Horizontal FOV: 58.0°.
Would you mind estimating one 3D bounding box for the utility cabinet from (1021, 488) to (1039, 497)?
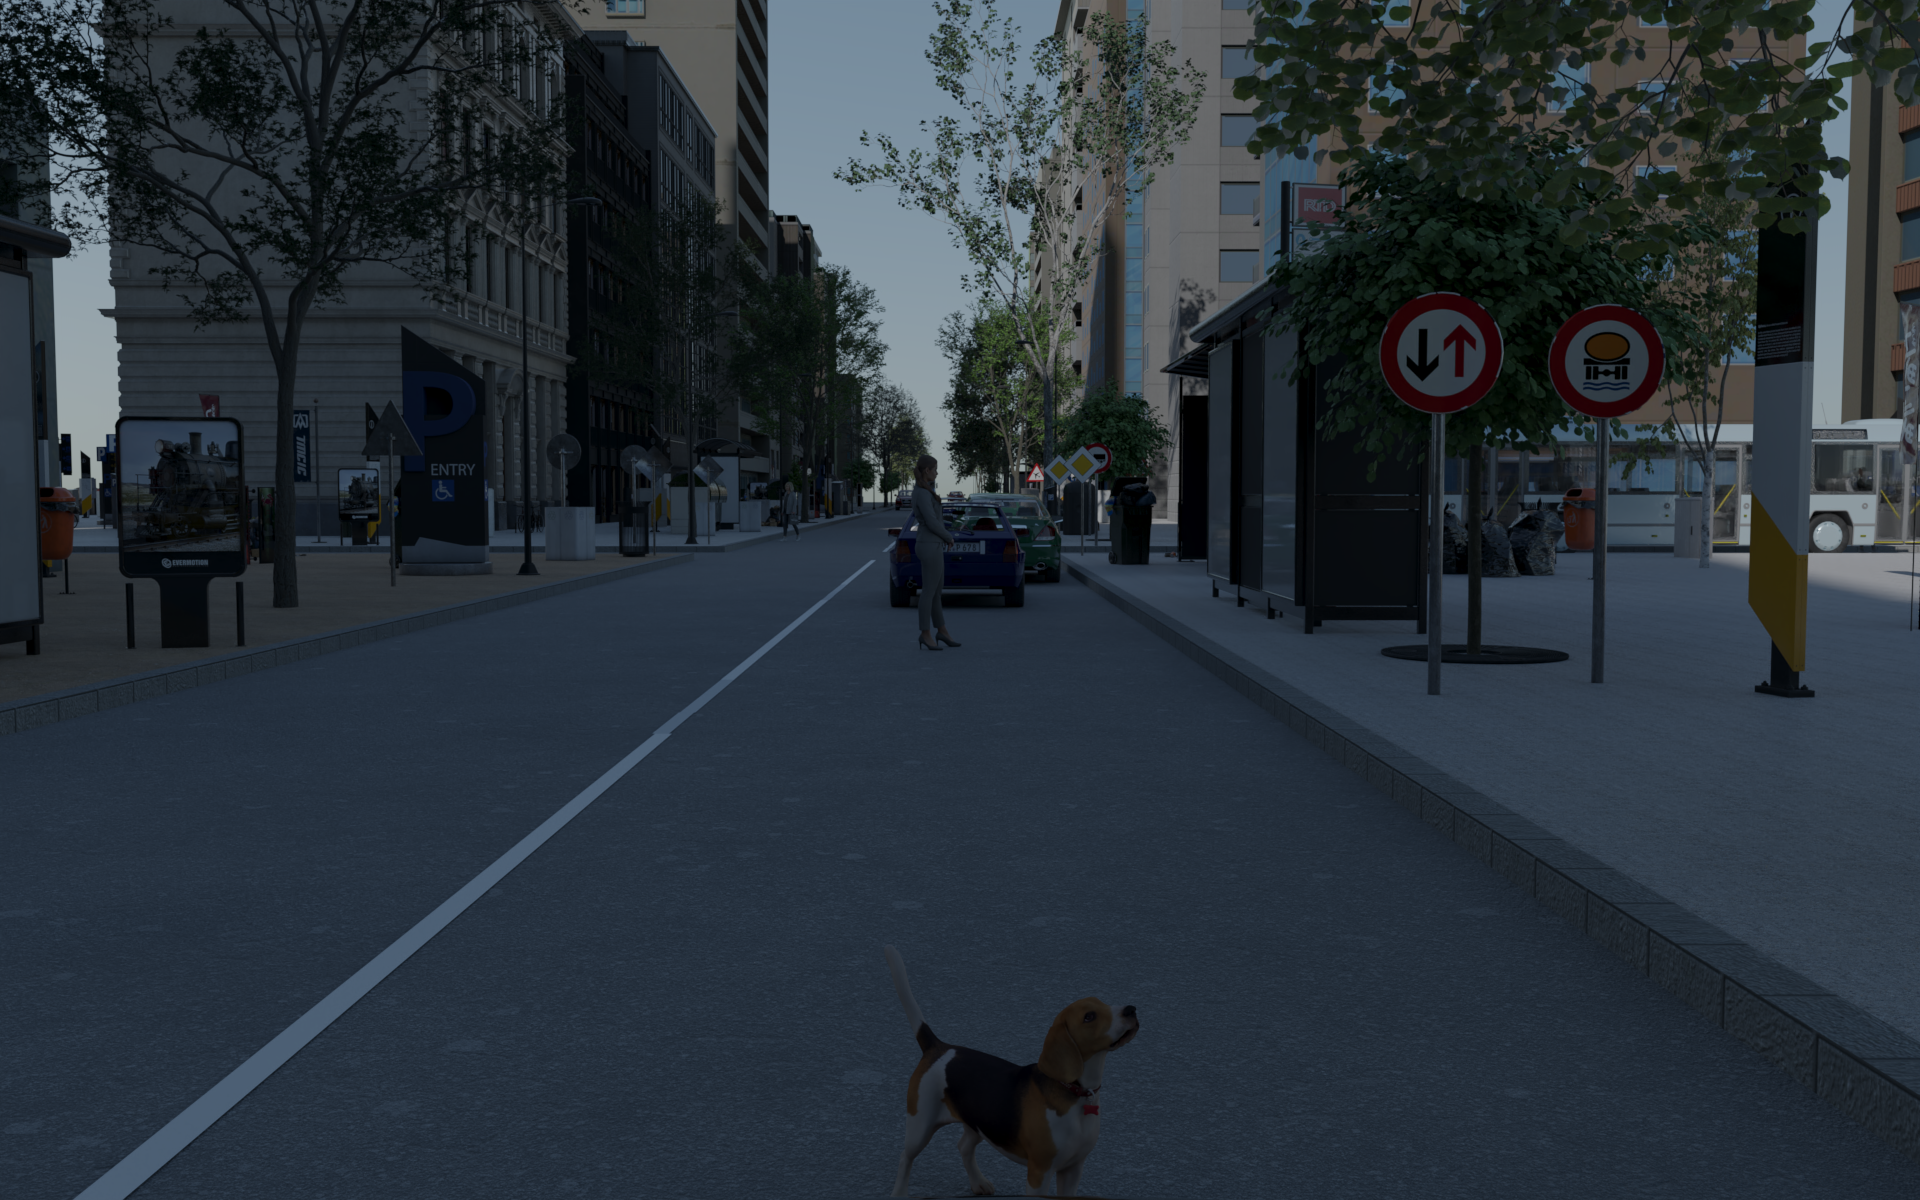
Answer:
[{"bbox_3d":[2.717,-3.554,66.782,0.318,1.500,1.173,2,4,23],"label":"utility cabinet"}]

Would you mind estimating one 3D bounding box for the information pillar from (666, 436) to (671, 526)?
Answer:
[{"bbox_3d":[-11.861,-4.815,70.080,0.183,3.616,0.504,2,4,25],"label":"information pillar"}]

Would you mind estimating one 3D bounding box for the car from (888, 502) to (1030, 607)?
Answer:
[{"bbox_3d":[-0.021,-0.655,23.290,1.945,1.354,3.894,0,4,1],"label":"car"}]

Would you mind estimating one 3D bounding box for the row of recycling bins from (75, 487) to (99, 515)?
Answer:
[{"bbox_3d":[-53.405,-6.074,106.419,1.069,1.692,3.534,0,4,1],"label":"row of recycling bins"}]

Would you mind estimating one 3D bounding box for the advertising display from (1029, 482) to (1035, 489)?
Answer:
[{"bbox_3d":[3.948,-5.486,94.904,0.123,1.923,0.974,0,4,-8],"label":"advertising display"}]

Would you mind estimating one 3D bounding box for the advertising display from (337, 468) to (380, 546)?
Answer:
[{"bbox_3d":[-14.958,-2.317,43.094,0.974,1.923,0.123,-1,4,-23],"label":"advertising display"}]

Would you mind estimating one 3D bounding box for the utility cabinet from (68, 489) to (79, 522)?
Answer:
[{"bbox_3d":[-40.111,-4.228,77.809,1.173,1.500,0.318,2,4,27],"label":"utility cabinet"}]

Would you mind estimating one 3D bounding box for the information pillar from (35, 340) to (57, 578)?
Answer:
[{"bbox_3d":[-14.187,-2.153,26.555,0.504,3.616,0.183,1,4,15],"label":"information pillar"}]

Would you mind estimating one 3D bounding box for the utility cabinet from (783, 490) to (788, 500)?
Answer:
[{"bbox_3d":[-7.925,-4.306,79.079,0.318,1.500,1.173,-1,4,-21],"label":"utility cabinet"}]

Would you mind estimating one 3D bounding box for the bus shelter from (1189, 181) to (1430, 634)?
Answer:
[{"bbox_3d":[3.939,-2.590,19.977,2.179,5.291,8.768,0,4,0],"label":"bus shelter"}]

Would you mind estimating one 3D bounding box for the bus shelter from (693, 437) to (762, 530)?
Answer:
[{"bbox_3d":[-8.698,-4.335,64.803,2.014,3.302,5.546,0,4,0],"label":"bus shelter"}]

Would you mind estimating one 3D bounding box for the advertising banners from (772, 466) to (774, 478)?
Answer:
[{"bbox_3d":[-11.614,-6.722,106.091,0.090,3.025,2.074,0,4,7],"label":"advertising banners"}]

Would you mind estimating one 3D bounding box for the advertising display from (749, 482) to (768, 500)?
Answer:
[{"bbox_3d":[-10.702,-5.315,92.116,0.974,1.923,0.123,-1,4,-14],"label":"advertising display"}]

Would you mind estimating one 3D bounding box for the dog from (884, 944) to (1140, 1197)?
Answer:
[{"bbox_3d":[0.083,0.974,3.364,0.540,0.507,0.406,1,4,8],"label":"dog"}]

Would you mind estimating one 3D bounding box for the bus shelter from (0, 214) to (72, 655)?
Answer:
[{"bbox_3d":[-8.136,-1.944,9.418,2.179,5.291,8.768,0,4,0],"label":"bus shelter"}]

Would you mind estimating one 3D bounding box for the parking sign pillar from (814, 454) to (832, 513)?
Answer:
[{"bbox_3d":[-9.040,-7.776,115.604,1.447,3.967,1.447,-1,4,-13],"label":"parking sign pillar"}]

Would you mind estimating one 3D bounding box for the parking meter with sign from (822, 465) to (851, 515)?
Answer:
[{"bbox_3d":[-7.457,-6.652,105.015,1.738,3.016,0.543,2,4,27],"label":"parking meter with sign"}]

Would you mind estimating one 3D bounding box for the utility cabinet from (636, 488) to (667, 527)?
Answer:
[{"bbox_3d":[-11.921,-3.563,66.939,1.173,1.500,0.318,-3,4,-38],"label":"utility cabinet"}]

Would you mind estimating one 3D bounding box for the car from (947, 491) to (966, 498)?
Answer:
[{"bbox_3d":[-0.470,-12.093,206.389,2.281,1.827,5.304,0,3,0],"label":"car"}]

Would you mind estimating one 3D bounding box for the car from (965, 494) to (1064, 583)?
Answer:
[{"bbox_3d":[0.727,-1.078,29.429,2.131,1.459,4.920,0,4,0],"label":"car"}]

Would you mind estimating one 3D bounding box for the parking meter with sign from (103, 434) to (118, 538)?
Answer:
[{"bbox_3d":[-24.519,-3.351,51.042,0.543,3.016,1.738,0,4,-6],"label":"parking meter with sign"}]

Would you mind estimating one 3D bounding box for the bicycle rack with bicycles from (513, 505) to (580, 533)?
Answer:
[{"bbox_3d":[-13.690,-2.684,57.264,2.852,0.926,2.925,1,4,10],"label":"bicycle rack with bicycles"}]

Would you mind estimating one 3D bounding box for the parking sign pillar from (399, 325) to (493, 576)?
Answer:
[{"bbox_3d":[-8.239,-2.397,27.668,1.447,3.967,1.447,0,4,-7],"label":"parking sign pillar"}]

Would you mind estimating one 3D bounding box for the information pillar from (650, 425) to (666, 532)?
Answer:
[{"bbox_3d":[-10.238,-4.095,58.300,0.504,3.616,0.183,3,5,43],"label":"information pillar"}]

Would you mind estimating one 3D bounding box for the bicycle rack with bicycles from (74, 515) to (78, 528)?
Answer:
[{"bbox_3d":[-32.968,-2.896,60.736,2.925,0.926,2.852,0,4,3],"label":"bicycle rack with bicycles"}]

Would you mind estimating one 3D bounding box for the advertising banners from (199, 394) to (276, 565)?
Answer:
[{"bbox_3d":[-12.980,-2.143,31.225,0.090,3.025,2.074,1,4,15],"label":"advertising banners"}]

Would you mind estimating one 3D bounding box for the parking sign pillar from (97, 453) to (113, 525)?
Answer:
[{"bbox_3d":[-35.417,-5.142,72.543,1.447,3.967,1.447,0,4,-2],"label":"parking sign pillar"}]

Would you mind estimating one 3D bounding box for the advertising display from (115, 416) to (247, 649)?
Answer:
[{"bbox_3d":[-6.473,-0.564,14.429,0.974,1.923,0.123,-1,4,-15],"label":"advertising display"}]

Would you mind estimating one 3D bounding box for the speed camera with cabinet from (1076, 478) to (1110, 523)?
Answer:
[{"bbox_3d":[6.038,-5.020,76.416,2.038,3.252,0.660,-3,4,-36],"label":"speed camera with cabinet"}]

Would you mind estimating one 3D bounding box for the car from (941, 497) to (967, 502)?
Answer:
[{"bbox_3d":[-0.315,-2.620,55.420,1.945,1.354,3.894,0,3,0],"label":"car"}]

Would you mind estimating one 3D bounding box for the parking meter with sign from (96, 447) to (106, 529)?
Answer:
[{"bbox_3d":[-31.045,-4.160,64.273,0.543,3.016,1.738,2,4,28],"label":"parking meter with sign"}]

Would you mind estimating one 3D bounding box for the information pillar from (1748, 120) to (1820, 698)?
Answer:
[{"bbox_3d":[5.255,-1.204,11.046,0.183,3.616,0.504,-1,4,-11],"label":"information pillar"}]

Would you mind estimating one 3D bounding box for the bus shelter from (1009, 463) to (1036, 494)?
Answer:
[{"bbox_3d":[4.159,-7.375,114.501,2.014,3.302,5.546,0,4,0],"label":"bus shelter"}]

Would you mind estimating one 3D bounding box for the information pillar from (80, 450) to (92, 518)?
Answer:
[{"bbox_3d":[-46.600,-6.177,92.345,0.504,3.616,0.183,-1,4,-19],"label":"information pillar"}]

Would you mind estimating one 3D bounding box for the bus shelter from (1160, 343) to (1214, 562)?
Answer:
[{"bbox_3d":[4.643,-2.349,29.695,1.731,3.624,6.357,0,4,0],"label":"bus shelter"}]

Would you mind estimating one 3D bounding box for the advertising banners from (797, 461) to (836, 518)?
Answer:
[{"bbox_3d":[-7.673,-5.875,92.249,2.074,3.025,0.090,0,4,-6],"label":"advertising banners"}]

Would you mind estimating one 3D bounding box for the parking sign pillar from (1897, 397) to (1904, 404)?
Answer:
[{"bbox_3d":[26.415,-3.625,47.747,1.447,3.967,1.447,-3,4,-36],"label":"parking sign pillar"}]

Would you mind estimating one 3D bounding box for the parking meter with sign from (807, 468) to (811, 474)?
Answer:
[{"bbox_3d":[-9.561,-7.422,117.616,1.738,3.016,0.543,-3,5,-43],"label":"parking meter with sign"}]

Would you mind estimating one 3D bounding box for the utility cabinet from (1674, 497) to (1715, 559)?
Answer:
[{"bbox_3d":[14.769,-1.451,34.887,0.306,1.237,1.020,0,4,-6],"label":"utility cabinet"}]

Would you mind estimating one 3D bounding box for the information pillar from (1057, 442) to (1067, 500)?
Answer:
[{"bbox_3d":[4.510,-5.259,77.340,0.504,3.616,0.183,2,4,29],"label":"information pillar"}]

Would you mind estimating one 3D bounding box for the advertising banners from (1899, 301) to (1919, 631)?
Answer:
[{"bbox_3d":[9.281,-1.239,16.453,2.074,3.025,0.090,-3,5,-41],"label":"advertising banners"}]

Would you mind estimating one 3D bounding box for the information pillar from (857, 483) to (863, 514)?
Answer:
[{"bbox_3d":[-6.583,-6.685,113.785,0.304,2.012,0.304,1,4,11],"label":"information pillar"}]

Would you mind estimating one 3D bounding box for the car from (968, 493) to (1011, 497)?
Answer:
[{"bbox_3d":[0.864,-2.378,47.679,1.959,1.807,4.718,0,4,-1],"label":"car"}]

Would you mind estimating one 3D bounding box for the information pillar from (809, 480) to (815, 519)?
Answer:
[{"bbox_3d":[-7.529,-5.101,87.896,0.304,2.012,0.304,0,4,-6],"label":"information pillar"}]

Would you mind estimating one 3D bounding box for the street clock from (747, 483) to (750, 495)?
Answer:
[{"bbox_3d":[-13.368,-6.502,110.879,0.471,2.002,0.358,-3,5,-40],"label":"street clock"}]

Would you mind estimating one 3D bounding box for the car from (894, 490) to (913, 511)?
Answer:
[{"bbox_3d":[-4.614,-8.763,151.946,2.281,1.827,5.304,0,4,0],"label":"car"}]

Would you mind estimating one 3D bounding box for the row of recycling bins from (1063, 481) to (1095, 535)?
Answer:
[{"bbox_3d":[3.852,-2.961,55.528,1.069,1.692,3.534,0,4,7],"label":"row of recycling bins"}]

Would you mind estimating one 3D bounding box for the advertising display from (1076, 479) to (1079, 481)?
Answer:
[{"bbox_3d":[5.108,-4.214,74.107,0.123,1.923,0.974,1,4,15],"label":"advertising display"}]

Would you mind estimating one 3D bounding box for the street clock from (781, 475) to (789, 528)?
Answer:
[{"bbox_3d":[-6.532,-3.686,64.836,0.358,2.002,0.471,0,4,-7],"label":"street clock"}]

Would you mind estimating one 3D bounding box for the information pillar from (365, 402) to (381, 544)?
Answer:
[{"bbox_3d":[-15.037,-3.243,44.370,0.183,3.616,0.504,1,4,14],"label":"information pillar"}]

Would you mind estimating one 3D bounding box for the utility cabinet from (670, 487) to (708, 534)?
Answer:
[{"bbox_3d":[-8.632,-2.846,55.216,1.173,1.500,0.318,-1,4,-12],"label":"utility cabinet"}]

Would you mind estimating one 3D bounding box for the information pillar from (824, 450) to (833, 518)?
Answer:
[{"bbox_3d":[-6.966,-6.128,91.549,0.183,3.616,0.504,2,4,35],"label":"information pillar"}]
